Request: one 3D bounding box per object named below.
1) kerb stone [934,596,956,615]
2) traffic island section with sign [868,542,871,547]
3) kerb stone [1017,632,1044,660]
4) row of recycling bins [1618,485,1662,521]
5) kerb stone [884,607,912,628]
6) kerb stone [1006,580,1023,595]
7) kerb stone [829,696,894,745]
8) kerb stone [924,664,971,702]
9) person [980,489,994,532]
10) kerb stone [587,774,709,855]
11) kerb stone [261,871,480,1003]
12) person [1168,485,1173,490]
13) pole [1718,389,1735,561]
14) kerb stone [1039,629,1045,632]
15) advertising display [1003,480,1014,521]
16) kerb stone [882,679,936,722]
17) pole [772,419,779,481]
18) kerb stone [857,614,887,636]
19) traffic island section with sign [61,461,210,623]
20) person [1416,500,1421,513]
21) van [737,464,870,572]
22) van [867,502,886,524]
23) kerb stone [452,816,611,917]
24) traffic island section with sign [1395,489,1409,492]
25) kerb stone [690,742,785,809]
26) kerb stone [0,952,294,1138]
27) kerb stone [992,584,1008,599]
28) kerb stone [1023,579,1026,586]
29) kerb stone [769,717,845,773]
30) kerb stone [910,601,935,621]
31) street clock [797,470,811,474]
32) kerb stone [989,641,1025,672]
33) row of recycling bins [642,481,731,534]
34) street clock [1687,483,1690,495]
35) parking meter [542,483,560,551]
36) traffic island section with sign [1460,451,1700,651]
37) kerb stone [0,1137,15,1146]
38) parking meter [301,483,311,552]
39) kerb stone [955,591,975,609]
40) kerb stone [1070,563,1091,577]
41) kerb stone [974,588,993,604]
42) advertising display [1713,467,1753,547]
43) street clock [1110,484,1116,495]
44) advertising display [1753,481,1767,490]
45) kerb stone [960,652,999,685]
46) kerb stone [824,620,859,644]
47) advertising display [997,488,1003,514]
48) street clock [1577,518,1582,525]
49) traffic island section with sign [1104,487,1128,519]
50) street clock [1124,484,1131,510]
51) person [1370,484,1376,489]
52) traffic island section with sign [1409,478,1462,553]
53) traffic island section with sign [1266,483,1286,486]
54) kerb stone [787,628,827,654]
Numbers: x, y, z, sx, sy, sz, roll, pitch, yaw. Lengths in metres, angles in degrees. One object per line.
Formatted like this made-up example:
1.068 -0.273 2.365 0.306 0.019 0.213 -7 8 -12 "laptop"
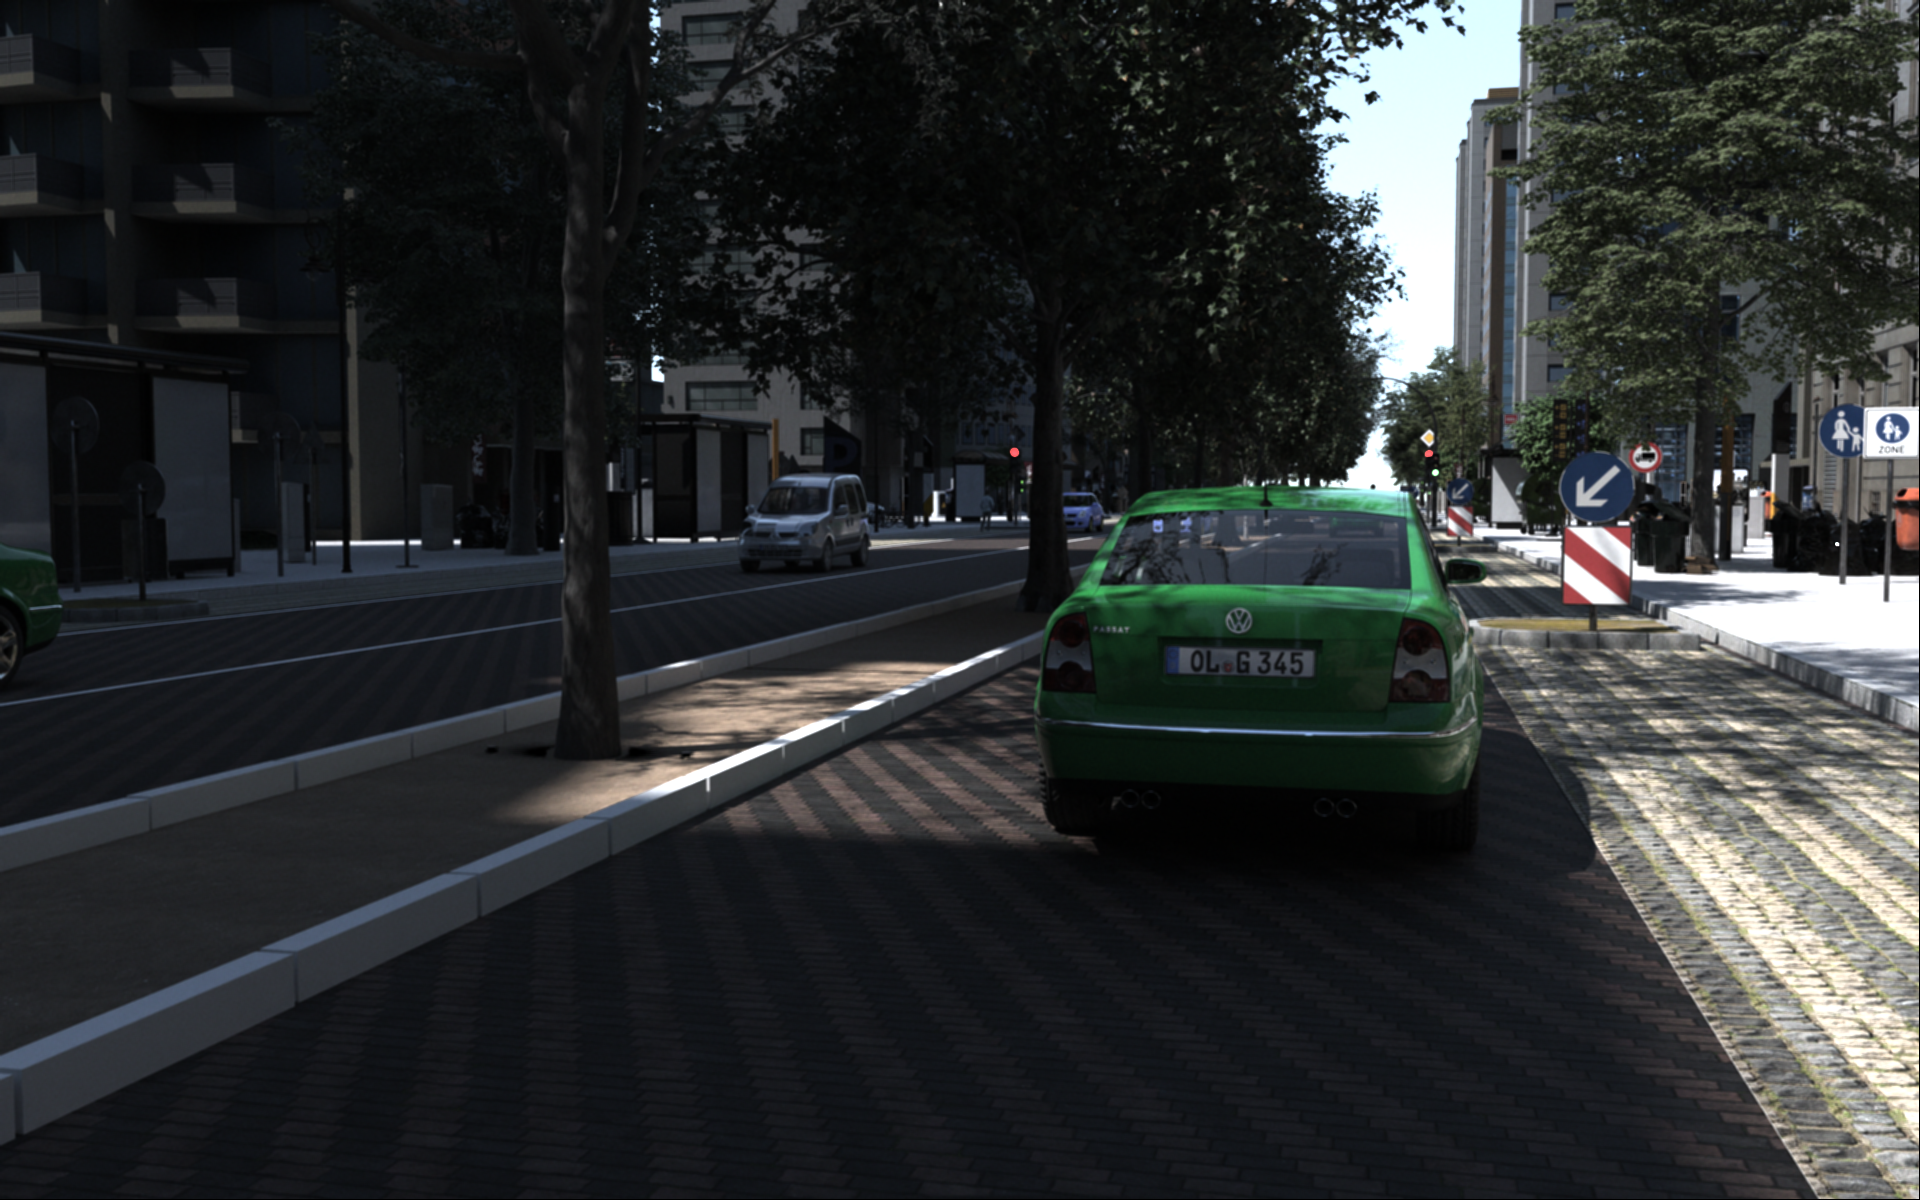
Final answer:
-0.249 0.091 20.792 0.120 0.150 1.000 1 4 13 "kerb stone"
-3.493 -2.336 46.826 1.989 1.847 2.006 1 4 13 "traffic island section with sign"
0.603 0.421 15.356 0.120 0.150 1.000 1 4 13 "kerb stone"
31.451 -4.533 81.234 1.069 1.692 3.534 -2 4 -25 "row of recycling bins"
-0.732 0.213 18.803 0.120 0.150 1.000 1 4 13 "kerb stone"
0.704 -0.158 24.787 0.120 0.150 1.000 1 4 13 "kerb stone"
-0.601 0.724 10.367 0.120 0.150 1.000 1 4 13 "kerb stone"
-0.114 0.601 12.363 0.120 0.150 1.000 1 4 13 "kerb stone"
1.009 -3.297 64.213 0.589 1.601 0.330 2 4 28 "person"
-1.320 0.907 7.361 0.120 0.150 1.000 1 4 13 "kerb stone"
-1.804 1.032 5.373 0.120 0.150 1.000 1 4 13 "kerb stone"
9.368 -4.201 77.062 0.514 1.842 0.818 1 4 10 "person"
14.714 -2.409 33.223 0.158 3.312 0.155 0 3 0 "pole"
0.844 0.358 16.350 0.120 0.150 1.000 1 4 13 "kerb stone"
2.567 -5.200 90.240 0.123 1.923 0.974 -1 4 -13 "advertising display"
-0.358 0.663 11.360 0.120 0.150 1.000 1 4 13 "kerb stone"
-5.004 -3.255 47.060 0.158 3.312 0.155 0 3 0 "pole"
-0.969 0.275 17.809 0.120 0.150 1.000 1 4 13 "kerb stone"
-9.919 -0.703 20.115 1.989 1.847 2.006 1 4 13 "traffic island section with sign"
14.864 -2.643 56.395 0.352 1.250 0.332 3 4 37 "person"
-2.948 -1.599 33.148 2.013 2.044 4.112 1 4 11 "van"
-5.292 -4.216 75.950 4.112 2.044 2.013 1 4 14 "van"
-1.563 0.970 6.366 0.120 0.150 1.000 1 4 13 "kerb stone"
25.123 -5.377 96.536 1.989 1.847 2.006 1 4 13 "traffic island section with sign"
-1.078 0.846 8.362 0.120 0.150 1.000 1 4 13 "kerb stone"
-2.035 1.092 4.368 0.120 0.150 1.000 1 4 13 "kerb stone"
0.468 -0.090 23.793 0.120 0.150 1.000 1 4 13 "kerb stone"
0.952 -0.218 25.779 0.120 0.150 1.000 1 4 13 "kerb stone"
-0.843 0.787 9.365 0.120 0.150 1.000 1 4 13 "kerb stone"
-0.496 0.147 19.800 0.120 0.150 1.000 1 4 13 "kerb stone"
-4.611 -2.859 51.310 0.471 2.002 0.358 -1 4 -8 "street clock"
0.358 0.479 14.364 0.120 0.150 1.000 1 4 13 "kerb stone"
-8.231 -2.857 53.820 3.534 1.692 1.069 -2 4 -24 "row of recycling bins"
46.596 -6.527 111.279 0.471 2.002 0.358 1 4 17 "street clock"
-9.202 -1.871 38.995 0.372 1.533 0.369 0 3 0 "parking meter"
5.972 -0.501 16.826 1.989 1.847 2.006 1 4 13 "traffic island section with sign"
-2.275 1.156 3.374 0.120 0.150 1.000 1 4 13 "kerb stone"
-14.587 -1.832 38.369 0.372 1.533 0.369 0 3 0 "parking meter"
-0.010 0.025 21.793 0.120 0.150 1.000 1 4 13 "kerb stone"
2.149 -0.520 30.788 0.120 0.150 1.000 1 4 13 "kerb stone"
0.235 -0.037 22.797 0.120 0.150 1.000 1 4 13 "kerb stone"
18.688 -2.261 42.186 0.974 1.923 0.123 2 4 34 "advertising display"
11.422 -7.633 129.362 0.358 2.002 0.471 -2 4 -28 "street clock"
38.161 -4.751 82.896 0.123 1.923 0.974 -1 4 -23 "advertising display"
0.119 0.541 13.358 0.120 0.150 1.000 1 4 13 "kerb stone"
-1.211 0.329 16.816 0.120 0.150 1.000 1 4 13 "kerb stone"
2.573 -6.393 109.747 0.123 1.923 0.974 1 4 21 "advertising display"
20.574 -3.230 57.373 0.358 2.002 0.471 -2 4 -30 "street clock"
9.411 -5.622 100.553 1.989 1.847 2.006 1 4 13 "traffic island section with sign"
11.882 -7.246 123.046 0.471 2.002 0.358 0 4 5 "street clock"
15.216 -3.371 63.792 0.419 1.800 0.721 1 4 21 "person"
12.275 -2.105 43.041 1.989 1.847 2.006 1 4 13 "traffic island section with sign"
14.074 -4.143 75.879 2.006 1.907 1.989 1 4 13 "traffic island section with sign"
-1.445 0.390 15.817 0.120 0.150 1.000 1 4 13 "kerb stone"
